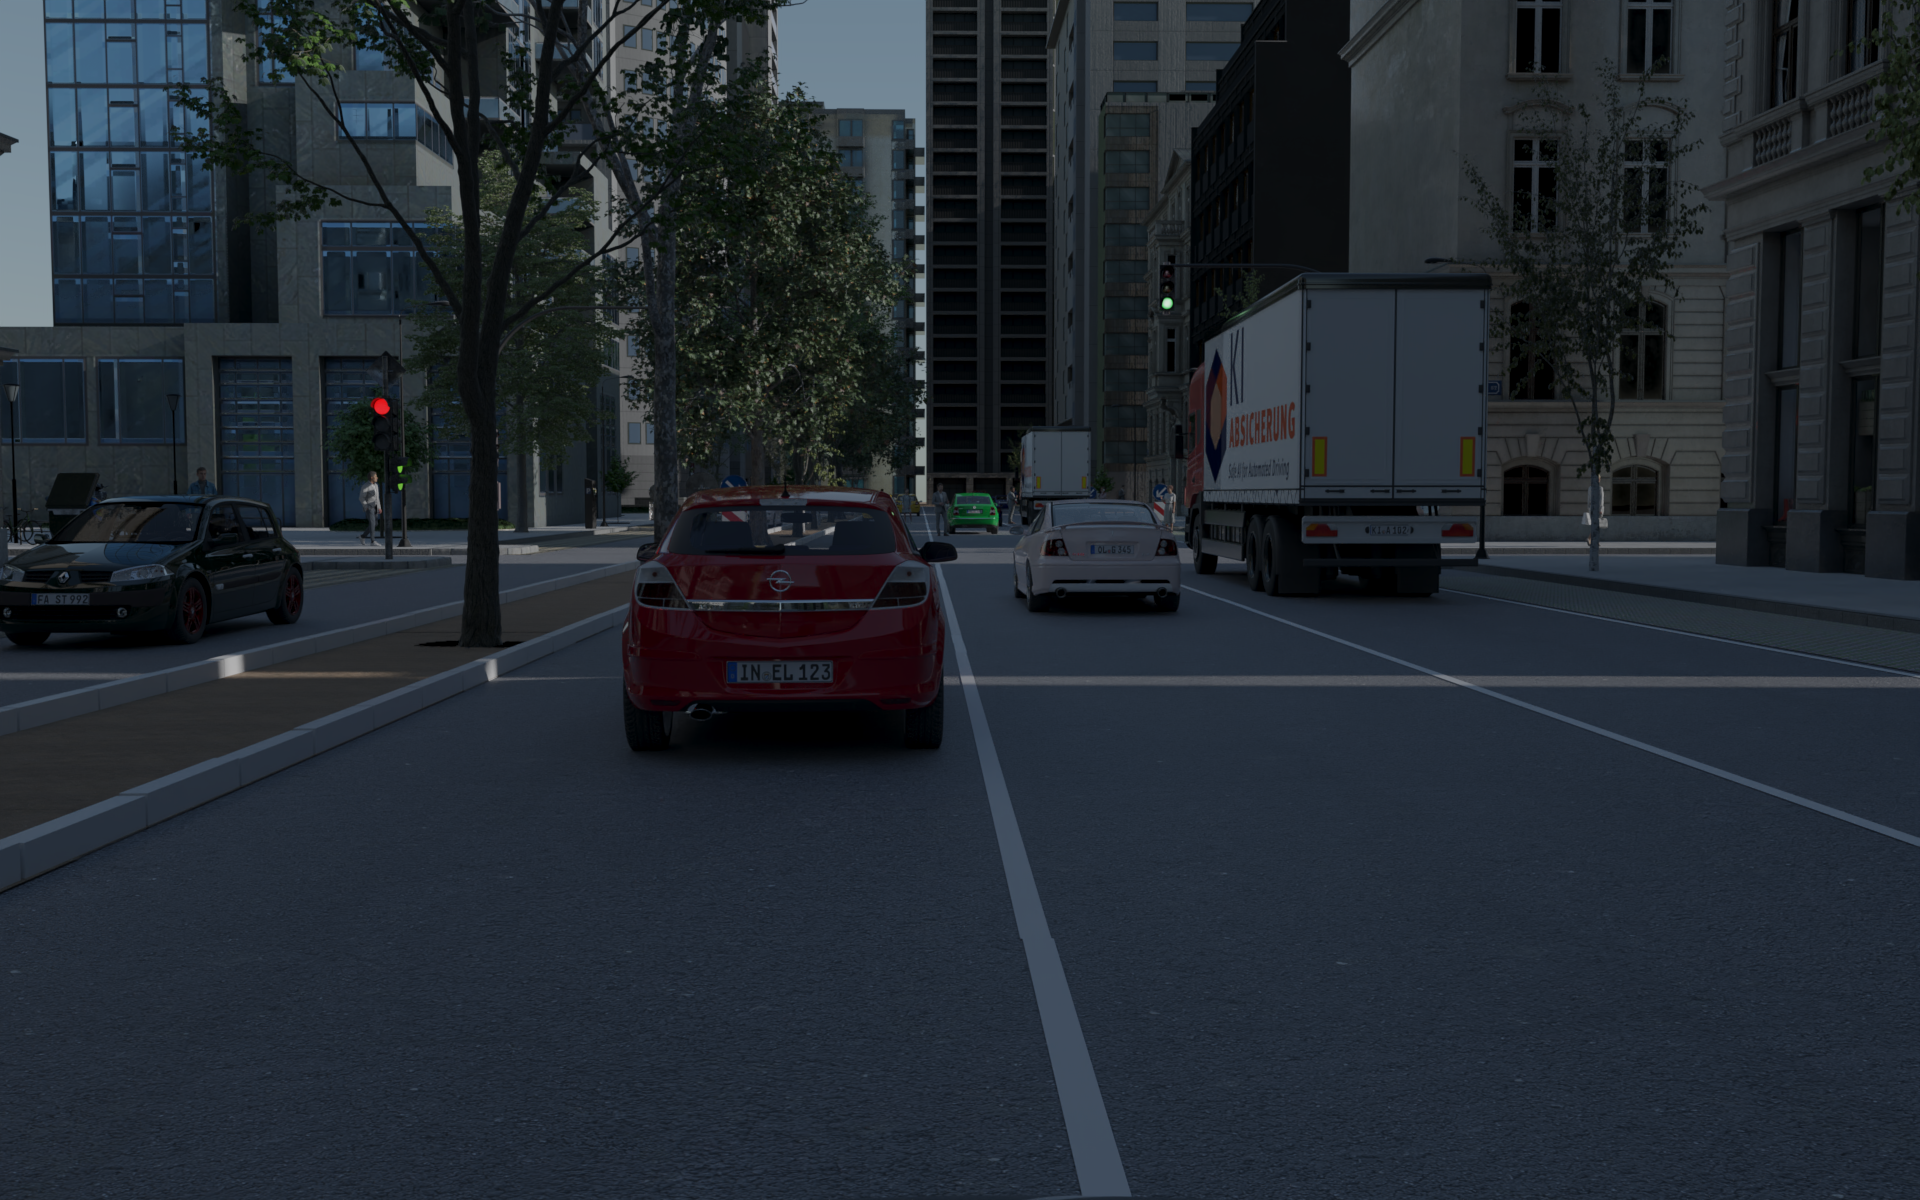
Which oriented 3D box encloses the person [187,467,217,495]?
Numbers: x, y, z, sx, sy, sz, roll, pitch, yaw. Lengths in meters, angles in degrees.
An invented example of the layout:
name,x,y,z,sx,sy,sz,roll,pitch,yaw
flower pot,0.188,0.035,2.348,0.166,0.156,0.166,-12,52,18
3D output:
name,x,y,z,sx,sy,sz,roll,pitch,yaw
person,-14.151,-1.588,32.354,0.601,1.785,0.444,-2,4,-27

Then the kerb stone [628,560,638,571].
name,x,y,z,sx,sy,sz,roll,pitch,yaw
kerb stone,-6.223,-0.624,32.402,0.120,0.150,1.000,0,4,-1

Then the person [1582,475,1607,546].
name,x,y,z,sx,sy,sz,roll,pitch,yaw
person,15.466,-2.194,42.266,0.624,1.780,0.694,-1,4,-11

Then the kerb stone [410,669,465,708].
name,x,y,z,sx,sy,sz,roll,pitch,yaw
kerb stone,-3.650,0.622,12.033,0.120,0.150,1.000,0,4,-1

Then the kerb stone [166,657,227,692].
name,x,y,z,sx,sy,sz,roll,pitch,yaw
kerb stone,-5.761,0.567,12.945,0.120,0.150,1.000,0,4,-1

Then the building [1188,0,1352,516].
name,x,y,z,sx,sy,sz,roll,pitch,yaw
building,17.263,-14.977,74.557,12.332,23.373,15.834,0,4,-1

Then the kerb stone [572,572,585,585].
name,x,y,z,sx,sy,sz,roll,pitch,yaw
kerb stone,-6.106,-0.306,27.279,0.120,0.150,1.000,0,4,-1

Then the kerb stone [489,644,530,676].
name,x,y,z,sx,sy,sz,roll,pitch,yaw
kerb stone,-3.693,0.498,14.076,0.120,0.150,1.000,0,4,-1

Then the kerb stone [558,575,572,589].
name,x,y,z,sx,sy,sz,roll,pitch,yaw
kerb stone,-6.078,-0.248,26.253,0.120,0.150,1.000,0,4,-1

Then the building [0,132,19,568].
name,x,y,z,sx,sy,sz,roll,pitch,yaw
building,-33.383,-12.526,23.885,34.723,24.649,14.460,0,4,-1

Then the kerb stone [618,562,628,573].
name,x,y,z,sx,sy,sz,roll,pitch,yaw
kerb stone,-6.203,-0.562,31.376,0.120,0.150,1.000,0,4,-1

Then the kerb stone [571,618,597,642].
name,x,y,z,sx,sy,sz,roll,pitch,yaw
kerb stone,-3.771,0.311,17.143,0.120,0.150,1.000,0,4,-1

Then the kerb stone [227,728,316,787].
name,x,y,z,sx,sy,sz,roll,pitch,yaw
kerb stone,-3.577,0.817,8.947,0.120,0.150,1.000,0,4,-1

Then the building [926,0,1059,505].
name,x,y,z,sx,sy,sz,roll,pitch,yaw
building,6.121,-47.306,211.704,20.611,71.187,20.563,0,4,-1

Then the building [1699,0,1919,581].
name,x,y,z,sx,sy,sz,roll,pitch,yaw
building,18.848,-11.807,21.923,11.050,23.489,19.941,0,4,-1

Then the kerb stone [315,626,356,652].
name,x,y,z,sx,sy,sz,roll,pitch,yaw
kerb stone,-5.834,0.378,16.010,0.120,0.150,1.000,0,4,-1

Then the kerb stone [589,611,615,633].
name,x,y,z,sx,sy,sz,roll,pitch,yaw
kerb stone,-3.796,0.247,18.165,0.120,0.150,1.000,0,4,-1

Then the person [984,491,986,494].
name,x,y,z,sx,sy,sz,roll,pitch,yaw
person,2.657,-10.521,181.338,1.217,1.723,0.721,-1,4,-17

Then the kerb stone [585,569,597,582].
name,x,y,z,sx,sy,sz,roll,pitch,yaw
kerb stone,-6.136,-0.369,28.310,0.120,0.150,1.000,0,4,-1

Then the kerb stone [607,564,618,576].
name,x,y,z,sx,sy,sz,roll,pitch,yaw
kerb stone,-6.182,-0.499,30.353,0.120,0.150,1.000,0,4,-1

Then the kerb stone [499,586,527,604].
name,x,y,z,sx,sy,sz,roll,pitch,yaw
kerb stone,-6.002,-0.057,23.176,0.120,0.150,1.000,0,4,-1

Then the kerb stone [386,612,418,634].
name,x,y,z,sx,sy,sz,roll,pitch,yaw
kerb stone,-5.884,0.258,18.061,0.120,0.150,1.000,0,4,-1

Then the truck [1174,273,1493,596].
name,x,y,z,sx,sy,sz,roll,pitch,yaw
truck,5.438,-2.365,27.581,2.839,4.237,11.283,0,4,-1

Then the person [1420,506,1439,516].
name,x,y,z,sx,sy,sz,roll,pitch,yaw
person,12.430,-2.320,45.783,0.330,1.601,0.589,-3,4,-36

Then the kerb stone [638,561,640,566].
name,x,y,z,sx,sy,sz,roll,pitch,yaw
kerb stone,-6.241,-0.684,33.431,0.120,0.150,1.000,0,4,-1

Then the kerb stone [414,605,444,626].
name,x,y,z,sx,sy,sz,roll,pitch,yaw
kerb stone,-5.912,0.190,19.086,0.120,0.150,1.000,0,4,-1

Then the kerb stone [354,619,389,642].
name,x,y,z,sx,sy,sz,roll,pitch,yaw
kerb stone,-5.862,0.320,17.039,0.120,0.150,1.000,0,4,-1

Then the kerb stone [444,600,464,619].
name,x,y,z,sx,sy,sz,roll,pitch,yaw
kerb stone,-5.938,0.128,20.110,0.120,0.150,1.000,0,4,-1

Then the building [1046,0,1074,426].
name,x,y,z,sx,sy,sz,roll,pitch,yaw
building,24.013,-35.918,176.501,28.713,52.752,27.495,0,4,-1

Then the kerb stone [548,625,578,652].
name,x,y,z,sx,sy,sz,roll,pitch,yaw
kerb stone,-3.737,0.371,16.122,0.120,0.150,1.000,0,4,-1

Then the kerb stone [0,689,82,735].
name,x,y,z,sx,sy,sz,roll,pitch,yaw
kerb stone,-5.721,0.691,10.901,0.120,0.150,1.000,0,4,-1

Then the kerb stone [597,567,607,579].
name,x,y,z,sx,sy,sz,roll,pitch,yaw
kerb stone,-6.167,-0.436,29.331,0.120,0.150,1.000,0,4,-1

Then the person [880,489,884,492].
name,x,y,z,sx,sy,sz,roll,pitch,yaw
person,-6.291,-8.100,140.558,0.705,1.869,1.348,0,4,8

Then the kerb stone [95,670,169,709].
name,x,y,z,sx,sy,sz,roll,pitch,yaw
kerb stone,-5.743,0.628,11.923,0.120,0.150,1.000,0,4,-1

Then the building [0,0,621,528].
name,x,y,z,sx,sy,sz,roll,pitch,yaw
building,-27.718,-46.839,78.484,22.319,86.520,31.000,0,4,-1

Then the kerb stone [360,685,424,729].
name,x,y,z,sx,sy,sz,roll,pitch,yaw
kerb stone,-3.625,0.684,11.005,0.120,0.150,1.000,0,4,-1

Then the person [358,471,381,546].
name,x,y,z,sx,sy,sz,roll,pitch,yaw
person,-14.618,-2.257,42.791,0.795,1.843,0.661,1,4,18

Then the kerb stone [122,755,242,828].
name,x,y,z,sx,sy,sz,roll,pitch,yaw
kerb stone,-3.554,0.873,7.925,0.120,0.150,1.000,0,4,-1

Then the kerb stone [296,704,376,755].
name,x,y,z,sx,sy,sz,roll,pitch,yaw
kerb stone,-3.599,0.747,9.978,0.120,0.150,1.000,0,4,-1

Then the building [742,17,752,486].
name,x,y,z,sx,sy,sz,roll,pitch,yaw
building,-25.885,-30.664,151.467,14.600,45.320,14.200,0,4,-1

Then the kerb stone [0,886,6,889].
name,x,y,z,sx,sy,sz,roll,pitch,yaw
kerb stone,-3.509,0.998,5.878,0.120,0.150,1.000,0,4,-1

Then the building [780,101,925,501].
name,x,y,z,sx,sy,sz,roll,pitch,yaw
building,-19.575,-36.356,214.021,30.456,49.044,23.786,0,4,-1

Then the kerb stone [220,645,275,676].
name,x,y,z,sx,sy,sz,roll,pitch,yaw
kerb stone,-5.792,0.503,13.966,0.120,0.150,1.000,0,4,-1

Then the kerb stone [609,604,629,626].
name,x,y,z,sx,sy,sz,roll,pitch,yaw
kerb stone,-3.810,0.184,19.191,0.120,0.150,1.000,0,4,-1

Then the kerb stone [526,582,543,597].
name,x,y,z,sx,sy,sz,roll,pitch,yaw
kerb stone,-6.028,-0.123,24.205,0.120,0.150,1.000,0,4,-1

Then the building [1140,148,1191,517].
name,x,y,z,sx,sy,sz,roll,pitch,yaw
building,18.197,-17.215,100.543,14.460,24.649,34.723,0,4,-1

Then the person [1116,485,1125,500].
name,x,y,z,sx,sy,sz,roll,pitch,yaw
person,9.779,-6.039,104.744,0.822,1.834,0.622,1,4,14

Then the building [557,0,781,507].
name,x,y,z,sx,sy,sz,roll,pitch,yaw
building,-33.089,-38.956,178.931,28.212,58.520,21.231,0,4,-1

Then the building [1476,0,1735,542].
name,x,y,z,sx,sy,sz,roll,pitch,yaw
building,29.984,-14.209,51.407,34.723,24.649,14.460,0,4,-1

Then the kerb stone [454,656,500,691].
name,x,y,z,sx,sy,sz,roll,pitch,yaw
kerb stone,-3.668,0.560,13.054,0.120,0.150,1.000,0,4,-1

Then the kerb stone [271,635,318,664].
name,x,y,z,sx,sy,sz,roll,pitch,yaw
kerb stone,-5.816,0.441,14.988,0.120,0.150,1.000,0,4,-1

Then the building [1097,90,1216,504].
name,x,y,z,sx,sy,sz,roll,pitch,yaw
building,16.966,-21.797,128.080,14.160,30.474,14.107,0,4,-1

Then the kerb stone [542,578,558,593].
name,x,y,z,sx,sy,sz,roll,pitch,yaw
kerb stone,-6.061,-0.185,25.226,0.120,0.150,1.000,0,4,-1

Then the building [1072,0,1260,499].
name,x,y,z,sx,sy,sz,roll,pitch,yaw
building,20.229,-37.090,148.427,21.231,58.520,28.212,0,4,-1

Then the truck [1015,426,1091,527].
name,x,y,z,sx,sy,sz,roll,pitch,yaw
truck,4.088,-5.404,77.272,2.839,4.237,11.283,0,4,-1

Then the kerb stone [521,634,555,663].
name,x,y,z,sx,sy,sz,roll,pitch,yaw
kerb stone,-3.719,0.436,15.100,0.120,0.150,1.000,0,4,-1

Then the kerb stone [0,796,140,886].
name,x,y,z,sx,sy,sz,roll,pitch,yaw
kerb stone,-3.530,0.942,6.904,0.120,0.150,1.000,0,4,-1
